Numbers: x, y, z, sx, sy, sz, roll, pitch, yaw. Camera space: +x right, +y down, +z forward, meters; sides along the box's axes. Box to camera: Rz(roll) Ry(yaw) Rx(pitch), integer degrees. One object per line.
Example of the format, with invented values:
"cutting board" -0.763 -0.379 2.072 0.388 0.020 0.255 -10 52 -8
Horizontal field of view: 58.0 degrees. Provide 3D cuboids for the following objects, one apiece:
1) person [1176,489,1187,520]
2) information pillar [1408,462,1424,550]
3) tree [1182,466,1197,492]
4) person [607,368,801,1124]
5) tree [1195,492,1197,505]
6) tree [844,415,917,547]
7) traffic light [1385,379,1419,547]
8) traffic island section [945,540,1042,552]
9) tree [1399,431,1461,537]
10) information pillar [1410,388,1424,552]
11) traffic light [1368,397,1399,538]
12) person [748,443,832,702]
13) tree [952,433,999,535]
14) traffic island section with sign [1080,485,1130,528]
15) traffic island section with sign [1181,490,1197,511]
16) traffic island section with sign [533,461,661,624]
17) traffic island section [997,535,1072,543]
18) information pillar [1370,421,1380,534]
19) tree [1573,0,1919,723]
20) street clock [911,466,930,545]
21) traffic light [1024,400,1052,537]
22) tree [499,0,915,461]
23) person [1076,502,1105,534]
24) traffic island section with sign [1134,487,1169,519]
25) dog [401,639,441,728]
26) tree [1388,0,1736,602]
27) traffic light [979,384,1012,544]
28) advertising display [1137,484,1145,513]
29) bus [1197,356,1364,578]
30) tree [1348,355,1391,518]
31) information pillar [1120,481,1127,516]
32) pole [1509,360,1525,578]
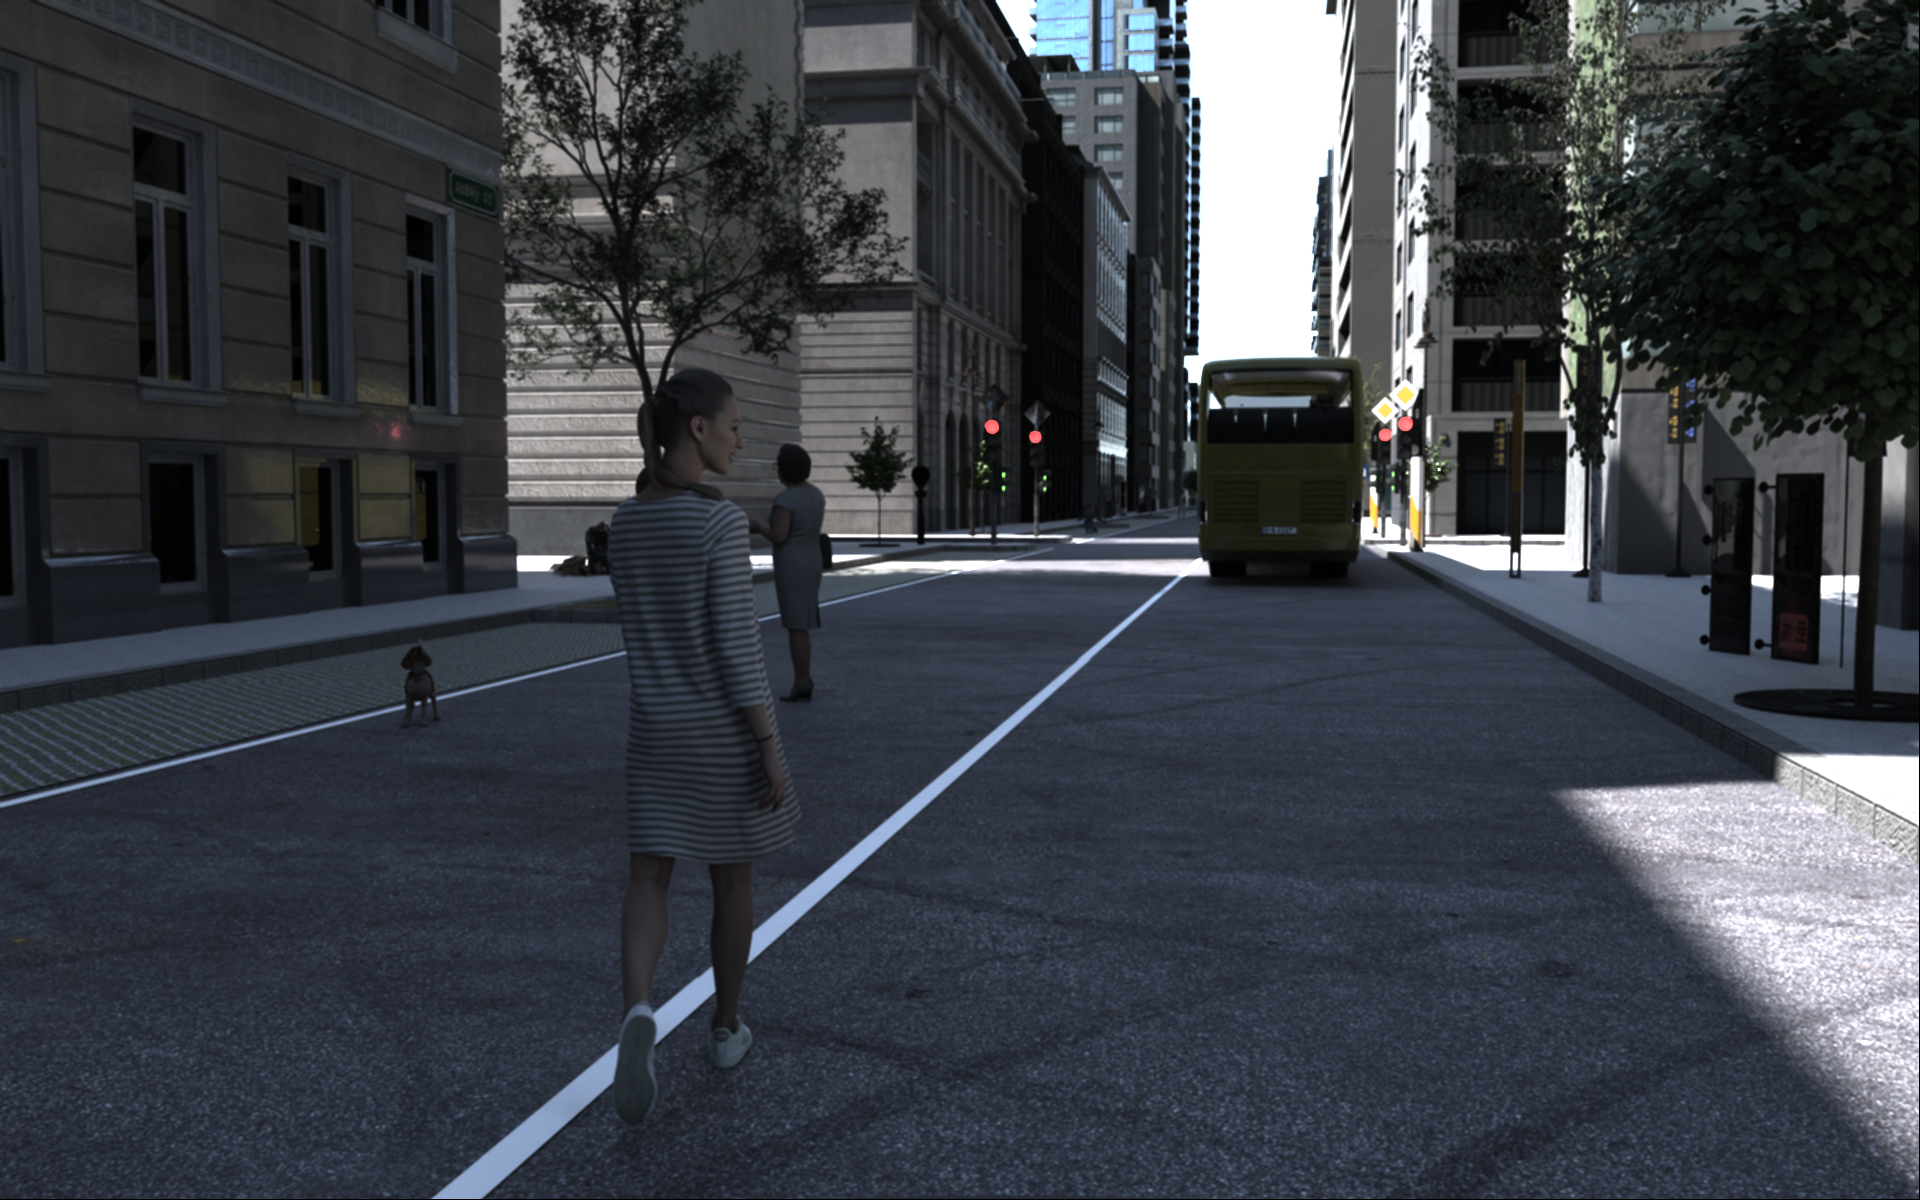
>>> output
"person" 12.281 -5.265 95.594 0.522 1.701 0.512 3 5 44
"information pillar" 10.464 -2.157 39.754 0.304 2.012 0.304 0 4 5
"tree" 27.140 -13.337 201.767 4.285 4.588 4.351 0 3 0
"person" -0.635 0.312 4.156 0.466 1.731 0.760 0 4 2
"tree" 28.284 -13.073 208.350 1.663 3.219 1.824 0 3 0
"tree" -2.023 -2.929 42.497 1.663 3.219 1.824 0 3 0
"traffic light" 10.831 -3.265 42.310 0.839 4.253 0.868 1 4 10
"traffic island section" 0.843 -1.344 44.247 2.009 0.180 2.903 1 4 10
"tree" 13.913 -3.514 52.059 1.663 3.219 1.824 0 3 0
"information pillar" 10.187 -2.890 38.612 0.183 3.616 0.504 0 4 -5
"traffic light" 12.267 -3.746 50.165 0.839 4.253 0.868 1 4 10
"person" -1.169 -0.196 12.060 0.532 1.782 0.716 2 4 27
"tree" 0.827 -3.696 55.034 1.663 3.219 1.824 0 3 0
"traffic island section with sign" 6.182 -3.962 73.407 1.989 1.847 2.006 1 4 10
"traffic island section with sign" 20.082 -8.614 149.458 1.989 1.847 2.006 1 4 10
"traffic island section with sign" -3.590 -0.692 19.947 1.989 1.847 2.006 1 4 10
"traffic island section" 2.280 -1.824 52.103 2.009 0.180 2.903 1 4 10
"information pillar" 13.382 -3.944 55.847 0.183 3.616 0.504 -1 4 -10
"tree" 5.451 -1.620 10.202 4.285 4.588 4.351 0 3 0
"street clock" -0.995 -2.414 44.043 0.471 2.002 0.358 0 4 1
"traffic light" 2.317 -3.856 51.961 0.839 4.253 0.868 1 4 10
"tree" -4.974 -5.767 28.703 8.767 10.594 7.601 -1 4 -12
"person" 4.596 -2.933 61.955 1.012 1.151 0.738 2 4 24
"traffic island section with sign" 11.127 -5.619 100.500 1.989 1.847 2.006 1 4 10
"dog" -3.368 0.519 10.805 0.540 0.507 0.406 3 4 37
"tree" 7.326 -4.284 20.405 4.360 8.622 3.978 0 3 0
"traffic light" 0.881 -3.375 44.106 0.839 4.253 0.868 1 4 10
"advertising display" 12.018 -6.728 115.218 0.123 1.923 0.974 2 4 32
"bus" 6.010 -2.513 32.629 2.896 3.916 12.252 1 4 10
"tree" 21.108 -8.579 90.635 4.737 8.622 4.395 0 3 0
"information pillar" 9.555 -5.908 101.079 0.304 2.012 0.304 2 4 24
"pole" 8.495 -1.991 26.393 0.158 3.312 0.155 0 3 0
